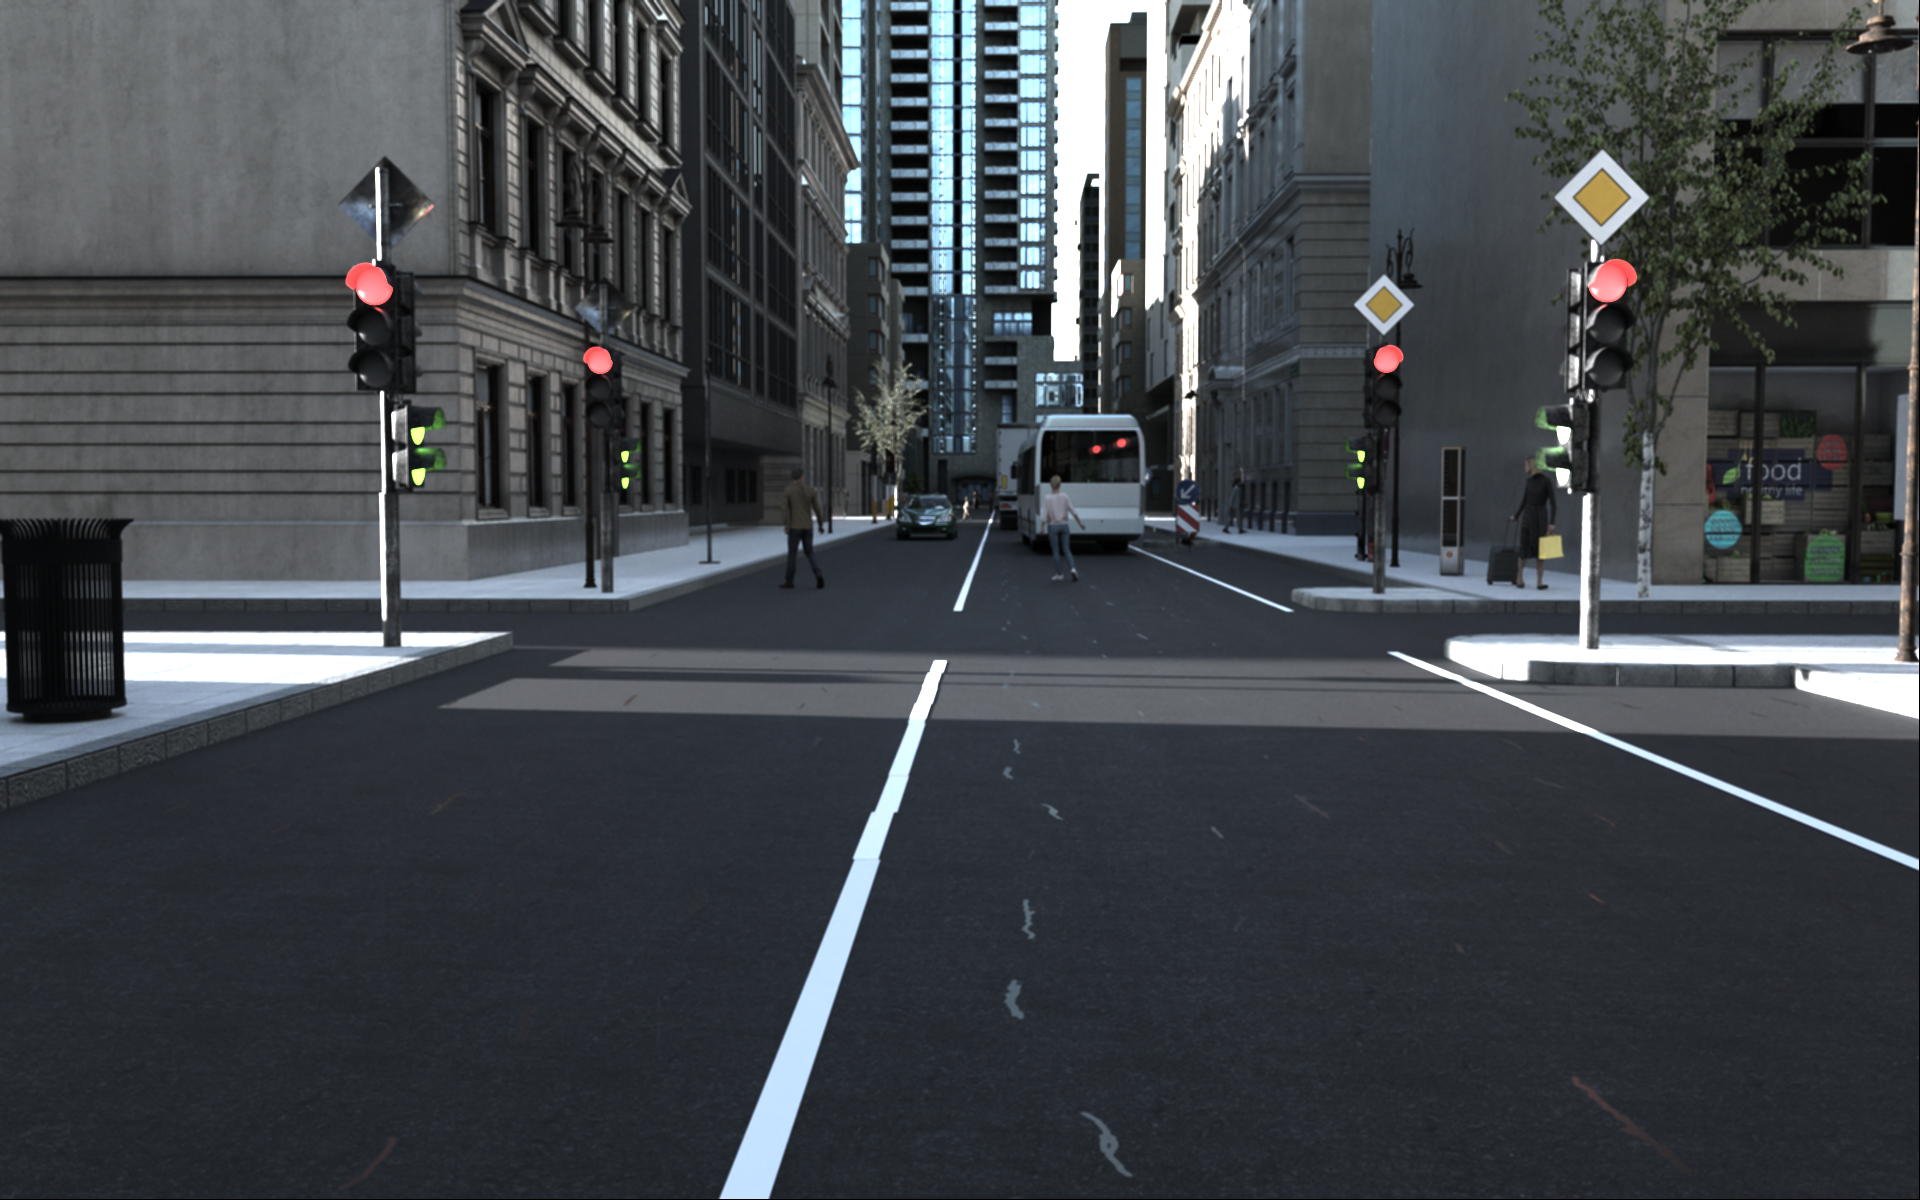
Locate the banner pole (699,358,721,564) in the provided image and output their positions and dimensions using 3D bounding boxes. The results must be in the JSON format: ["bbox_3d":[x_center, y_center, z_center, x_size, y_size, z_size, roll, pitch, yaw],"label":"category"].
[{"bbox_3d":[-4.620,-2.551,31.729,0.401,3.779,0.863,0,4,-4],"label":"banner pole"}]

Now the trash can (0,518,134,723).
[{"bbox_3d":[-5.118,0.107,9.900,0.748,1.137,0.748,0,3,0],"label":"trash can"}]

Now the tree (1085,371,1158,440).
[{"bbox_3d":[9.438,-9.262,101.797,4.360,8.622,3.978,0,3,0],"label":"tree"}]

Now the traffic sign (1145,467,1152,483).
[{"bbox_3d":[8.617,-4.960,81.207,0.768,2.556,0.104,0,4,4],"label":"traffic sign"}]

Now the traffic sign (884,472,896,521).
[{"bbox_3d":[-3.284,-4.843,81.319,0.606,2.300,0.079,0,4,6],"label":"traffic sign"}]

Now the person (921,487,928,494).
[{"bbox_3d":[-2.885,-8.167,139.589,1.348,1.821,0.705,3,4,38],"label":"person"}]

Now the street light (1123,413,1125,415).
[{"bbox_3d":[9.118,-7.594,96.955,0.468,5.910,1.993,0,4,1],"label":"street light"}]

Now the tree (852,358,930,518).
[{"bbox_3d":[-3.643,-8.726,93.040,4.360,8.622,3.978,0,3,0],"label":"tree"}]

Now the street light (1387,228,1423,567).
[{"bbox_3d":[7.670,-3.522,30.374,0.468,5.910,1.993,0,4,1],"label":"street light"}]

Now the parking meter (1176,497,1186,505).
[{"bbox_3d":[8.378,-3.503,65.691,0.372,1.533,0.369,0,3,0],"label":"parking meter"}]

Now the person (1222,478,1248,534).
[{"bbox_3d":[8.952,-3.056,56.285,0.850,1.792,0.678,1,4,16],"label":"person"}]

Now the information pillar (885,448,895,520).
[{"bbox_3d":[-3.512,-5.854,87.060,0.504,3.616,0.183,-1,4,-19],"label":"information pillar"}]

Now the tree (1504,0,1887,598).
[{"bbox_3d":[8.674,-4.328,21.125,4.737,8.622,4.395,0,3,0],"label":"tree"}]

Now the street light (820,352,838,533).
[{"bbox_3d":[-4.258,-5.130,56.664,0.468,5.910,1.993,0,4,1],"label":"street light"}]

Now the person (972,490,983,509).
[{"bbox_3d":[1.601,-9.451,163.123,1.348,1.812,0.705,-3,4,-39],"label":"person"}]

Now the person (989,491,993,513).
[{"bbox_3d":[2.458,-7.501,132.610,0.415,1.643,0.593,-3,4,-36],"label":"person"}]

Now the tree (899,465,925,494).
[{"bbox_3d":[-3.115,-7.145,111.422,1.663,3.219,1.824,0,3,0],"label":"tree"}]

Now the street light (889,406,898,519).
[{"bbox_3d":[-3.407,-7.132,89.394,0.468,5.910,1.993,0,4,1],"label":"street light"}]

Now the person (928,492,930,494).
[{"bbox_3d":[-2.549,-8.980,156.106,0.697,1.427,0.421,0,4,6],"label":"person"}]

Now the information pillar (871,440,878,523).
[{"bbox_3d":[-3.778,-5.174,75.950,0.183,3.616,0.504,-1,4,-23],"label":"information pillar"}]

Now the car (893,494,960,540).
[{"bbox_3d":[-1.032,-2.684,55.678,2.131,1.459,4.920,0,4,2],"label":"car"}]

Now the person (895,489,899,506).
[{"bbox_3d":[-4.516,-6.997,121.231,0.721,1.735,1.217,2,4,24],"label":"person"}]

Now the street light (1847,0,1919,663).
[{"bbox_3d":[7.245,-2.464,13.078,0.468,5.910,1.993,0,4,1],"label":"street light"}]

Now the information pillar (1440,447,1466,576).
[{"bbox_3d":[7.747,-1.390,27.219,0.304,2.012,0.304,2,4,32],"label":"information pillar"}]

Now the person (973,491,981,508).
[{"bbox_3d":[1.670,-9.999,172.780,0.742,1.727,0.445,-1,4,-10],"label":"person"}]

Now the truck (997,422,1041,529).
[{"bbox_3d":[2.955,-5.163,73.329,2.839,4.237,11.283,0,4,3],"label":"truck"}]

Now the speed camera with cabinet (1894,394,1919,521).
[{"bbox_3d":[9.170,-1.250,14.766,2.038,3.252,0.660,1,4,11],"label":"speed camera with cabinet"}]

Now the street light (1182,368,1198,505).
[{"bbox_3d":[8.425,-5.541,63.376,0.468,5.910,1.993,0,4,1],"label":"street light"}]

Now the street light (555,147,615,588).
[{"bbox_3d":[-5.072,-3.107,23.587,0.468,5.910,1.993,0,4,1],"label":"street light"}]

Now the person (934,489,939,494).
[{"bbox_3d":[-2.094,-9.260,157.979,0.617,1.759,0.750,1,4,14],"label":"person"}]

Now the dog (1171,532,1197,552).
[{"bbox_3d":[5.527,-1.428,42.632,0.540,0.507,0.406,-3,5,-43],"label":"dog"}]
